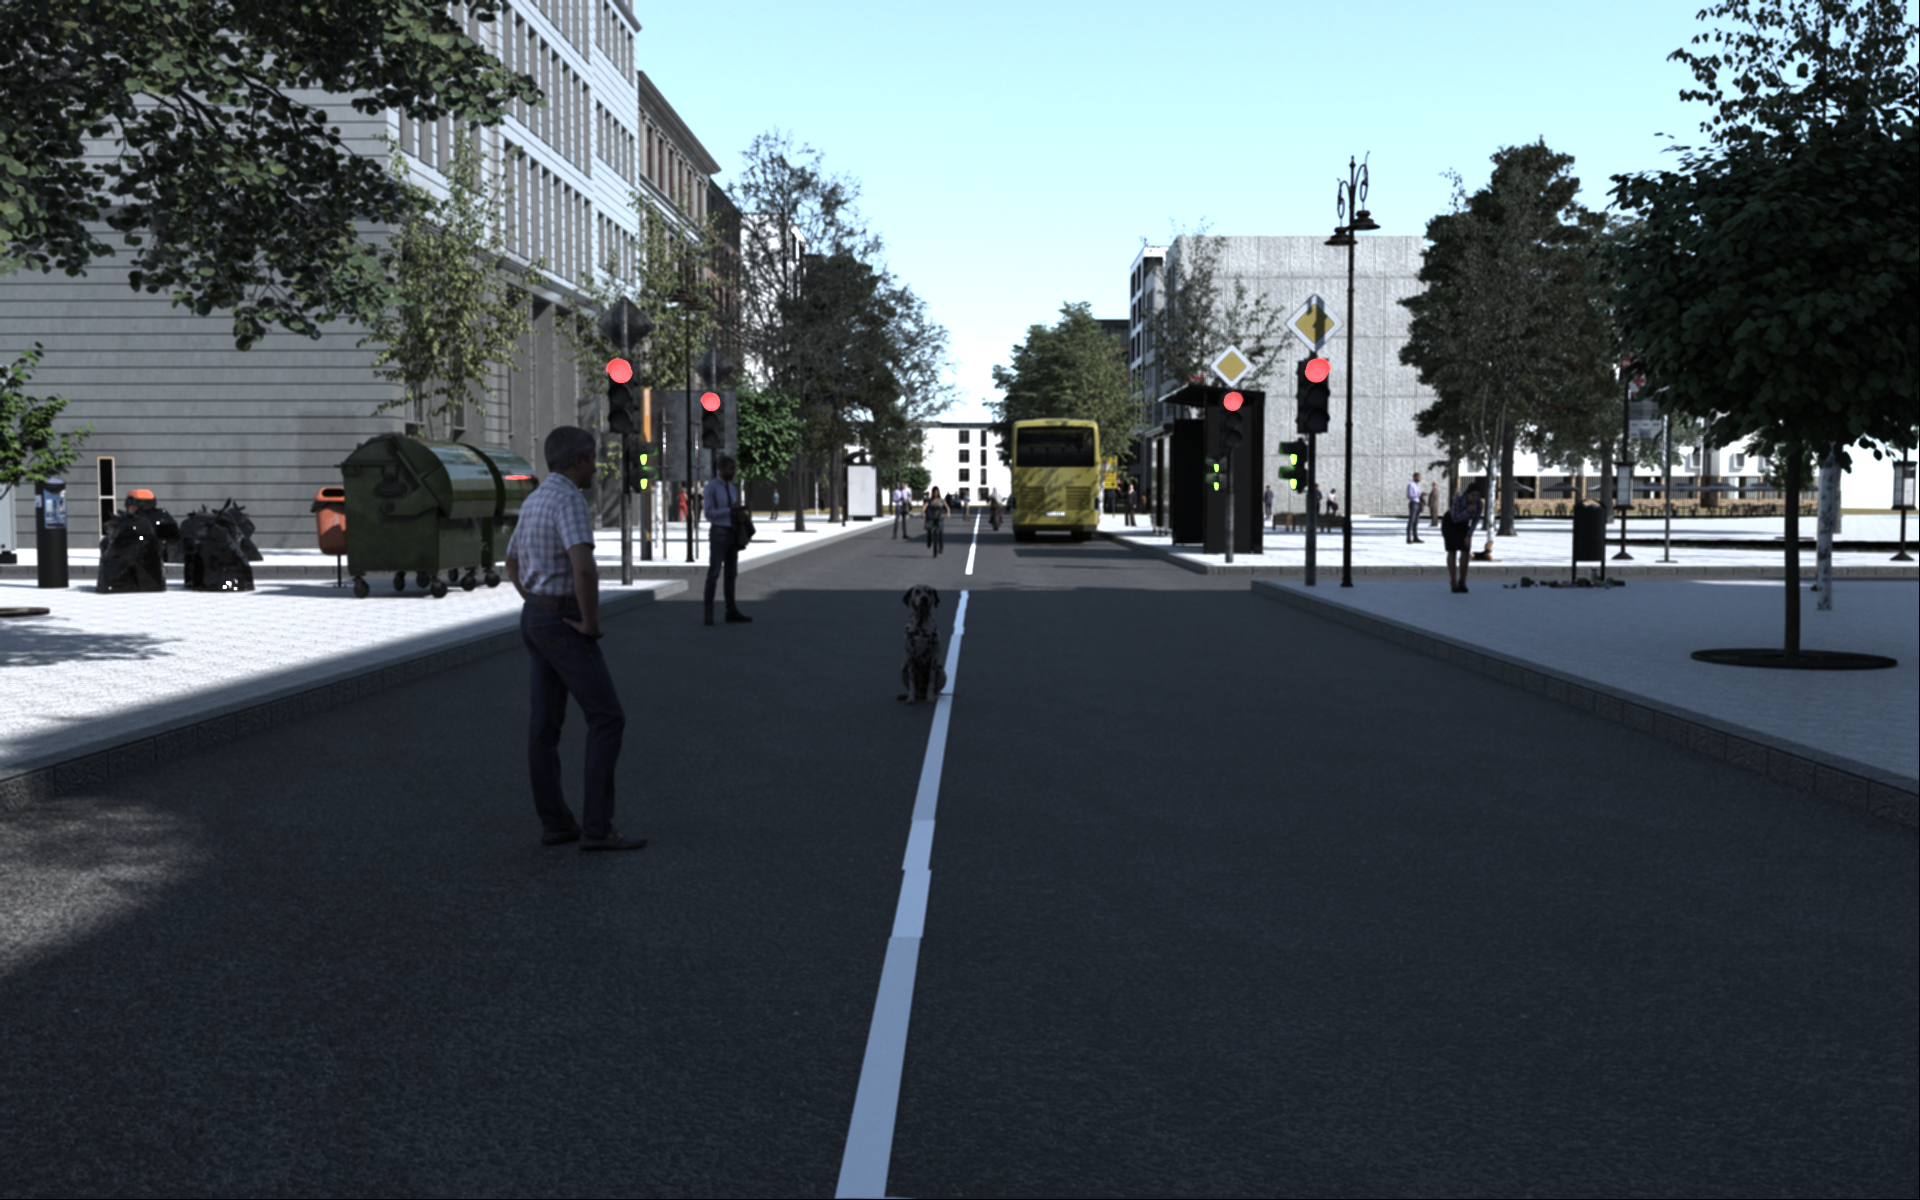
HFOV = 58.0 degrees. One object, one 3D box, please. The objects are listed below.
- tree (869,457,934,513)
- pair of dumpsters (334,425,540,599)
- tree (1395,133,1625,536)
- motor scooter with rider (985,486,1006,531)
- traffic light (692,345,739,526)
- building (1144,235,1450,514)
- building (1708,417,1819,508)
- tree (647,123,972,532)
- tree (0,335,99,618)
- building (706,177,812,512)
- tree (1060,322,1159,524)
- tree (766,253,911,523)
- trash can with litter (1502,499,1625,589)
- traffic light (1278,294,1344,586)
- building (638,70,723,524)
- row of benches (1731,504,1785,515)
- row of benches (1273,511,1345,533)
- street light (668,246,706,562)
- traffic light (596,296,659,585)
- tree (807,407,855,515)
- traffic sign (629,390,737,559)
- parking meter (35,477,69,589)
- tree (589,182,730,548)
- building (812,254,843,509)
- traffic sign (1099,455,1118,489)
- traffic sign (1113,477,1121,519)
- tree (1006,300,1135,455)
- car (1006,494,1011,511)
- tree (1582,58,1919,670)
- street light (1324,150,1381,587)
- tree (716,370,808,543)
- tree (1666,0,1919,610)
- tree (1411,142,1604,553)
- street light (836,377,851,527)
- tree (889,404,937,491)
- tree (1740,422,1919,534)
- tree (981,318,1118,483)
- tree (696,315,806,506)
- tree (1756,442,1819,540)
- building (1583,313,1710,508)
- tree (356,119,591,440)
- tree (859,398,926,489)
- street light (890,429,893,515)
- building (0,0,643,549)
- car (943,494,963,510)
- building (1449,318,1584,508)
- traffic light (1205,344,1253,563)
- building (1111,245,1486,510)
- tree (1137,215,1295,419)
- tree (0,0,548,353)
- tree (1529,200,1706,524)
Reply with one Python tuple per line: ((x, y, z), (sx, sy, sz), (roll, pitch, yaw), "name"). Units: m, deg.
((-4.961, -8.382, 120.764), (4.285, 4.588, 4.351), (0, 3, 0), "tree")
((-6.915, -1.267, 23.213), (1.574, 2.255, 4.436), (0, 4, 1), "pair of dumpsters")
((16.748, -7.991, 52.705), (6.751, 12.117, 7.091), (0, 3, 0), "tree")
((1.441, -3.615, 68.063), (0.876, 1.779, 1.986), (0, 4, -1), "motor scooter with rider")
((-4.565, -2.631, 32.256), (0.839, 4.213, 0.868), (0, 4, 1), "traffic light")
((23.365, -15.936, 127.010), (16.747, 18.905, 31.486), (0, 4, 1), "building")
((75.667, -19.018, 167.365), (11.380, 20.091, 16.016), (0, 4, 1), "building")
((-5.584, -9.051, 58.356), (12.009, 13.543, 11.850), (0, 3, 0), "tree")
((-10.243, -1.440, 18.138), (1.663, 3.219, 1.824), (0, 3, 0), "tree")
((-26.442, -17.137, 124.164), (27.936, 21.610, 32.646), (0, 4, 1), "building")
((6.083, -7.558, 73.928), (4.737, 8.622, 4.395), (0, 3, 0), "tree")
((-5.596, -9.471, 76.906), (6.751, 12.117, 7.091), (0, 3, 0), "tree")
((8.391, -0.802, 24.168), (2.233, 1.210, 1.678), (-1, 4, -21), "trash can with litter")
((4.893, -2.136, 24.164), (0.839, 4.213, 0.868), (0, 4, 1), "traffic light")
((-18.252, -14.906, 79.865), (11.583, 22.565, 21.152), (0, 4, 1), "building")
((48.670, -5.503, 105.444), (4.104, 0.672, 1.422), (-1, 4, -18), "row of benches")
((11.917, -2.694, 59.517), (1.422, 0.672, 4.104), (-1, 4, -17), "row of benches")
((-5.095, -3.652, 32.506), (0.468, 5.910, 1.993), (0, 4, 1), "street light")
((-4.668, -2.142, 24.272), (0.839, 4.213, 0.868), (0, 4, 1), "traffic light")
((-8.381, -9.383, 103.770), (4.737, 8.622, 4.395), (0, 3, 0), "tree")
((-5.496, -2.455, 34.018), (2.265, 3.308, 0.079), (0, 4, 5), "traffic sign")
((-12.398, -0.931, 23.640), (0.372, 1.533, 0.369), (0, 3, 0), "parking meter")
((-7.292, -5.535, 40.867), (4.737, 8.622, 4.395), (0, 3, 0), "tree")
((-28.057, -19.437, 161.772), (32.646, 21.610, 27.936), (0, 4, 1), "building")
((7.071, -5.879, 89.992), (2.265, 3.308, 0.079), (0, 4, 4), "traffic sign")
((8.011, -5.518, 90.219), (0.884, 2.594, 0.081), (0, 4, 2), "traffic sign")
((6.565, -11.200, 101.249), (7.486, 12.596, 7.792), (0, 3, 0), "tree")
((4.870, -8.554, 148.650), (1.959, 1.807, 4.718), (0, 4, 2), "car")
((6.487, -1.805, 13.219), (4.285, 4.588, 4.351), (0, 3, 0), "tree")
((5.354, -3.120, 23.793), (0.468, 5.910, 1.993), (0, 4, 1), "street light")
((-5.699, -3.820, 46.179), (4.285, 4.588, 4.351), (0, 3, 0), "tree")
((9.848, -4.198, 18.996), (4.737, 8.622, 4.395), (0, 3, 0), "tree")
((11.613, -5.325, 37.427), (4.360, 8.622, 3.978), (0, 3, 0), "tree")
((-4.602, -5.848, 68.402), (0.468, 5.910, 1.993), (0, 4, 1), "street light")
((-4.191, -11.418, 137.038), (4.737, 8.622, 4.395), (0, 3, 0), "tree")
((28.699, -8.404, 55.530), (7.486, 12.596, 7.792), (0, 3, 0), "tree")
((6.527, -13.261, 123.476), (9.857, 13.997, 8.962), (0, 3, 0), "tree")
((-8.483, -7.250, 68.894), (4.360, 8.622, 3.978), (0, 3, 0), "tree")
((23.823, -3.346, 49.306), (1.663, 3.219, 1.824), (0, 3, 0), "tree")
((63.055, -19.005, 167.157), (11.380, 20.091, 16.016), (0, 4, 1), "building")
((-10.229, -5.133, 34.279), (4.737, 8.622, 4.395), (0, 3, 0), "tree")
((-4.195, -9.881, 111.916), (4.360, 8.622, 3.978), (0, 3, 0), "tree")
((-4.124, -8.029, 104.066), (0.468, 5.910, 1.993), (0, 4, 1), "street light")
((-18.341, -16.925, 54.215), (11.434, 29.767, 29.804), (0, 4, 1), "building")
((-0.739, -9.263, 161.237), (2.009, 1.686, 4.222), (0, 4, 0), "car")
((51.428, -18.995, 166.989), (11.380, 20.091, 16.016), (0, 4, 1), "building")
((4.996, -2.624, 32.149), (0.839, 4.213, 0.868), (0, 4, 1), "traffic light")
((29.269, -19.259, 158.859), (27.936, 21.610, 32.646), (0, 4, 1), "building")
((6.460, -5.832, 45.714), (4.360, 8.622, 3.978), (0, 3, 0), "tree")
((-6.363, -6.316, 9.930), (9.857, 13.997, 8.962), (0, 3, 0), "tree")
((28.202, -10.288, 74.857), (9.857, 13.997, 8.962), (0, 3, 0), "tree")
